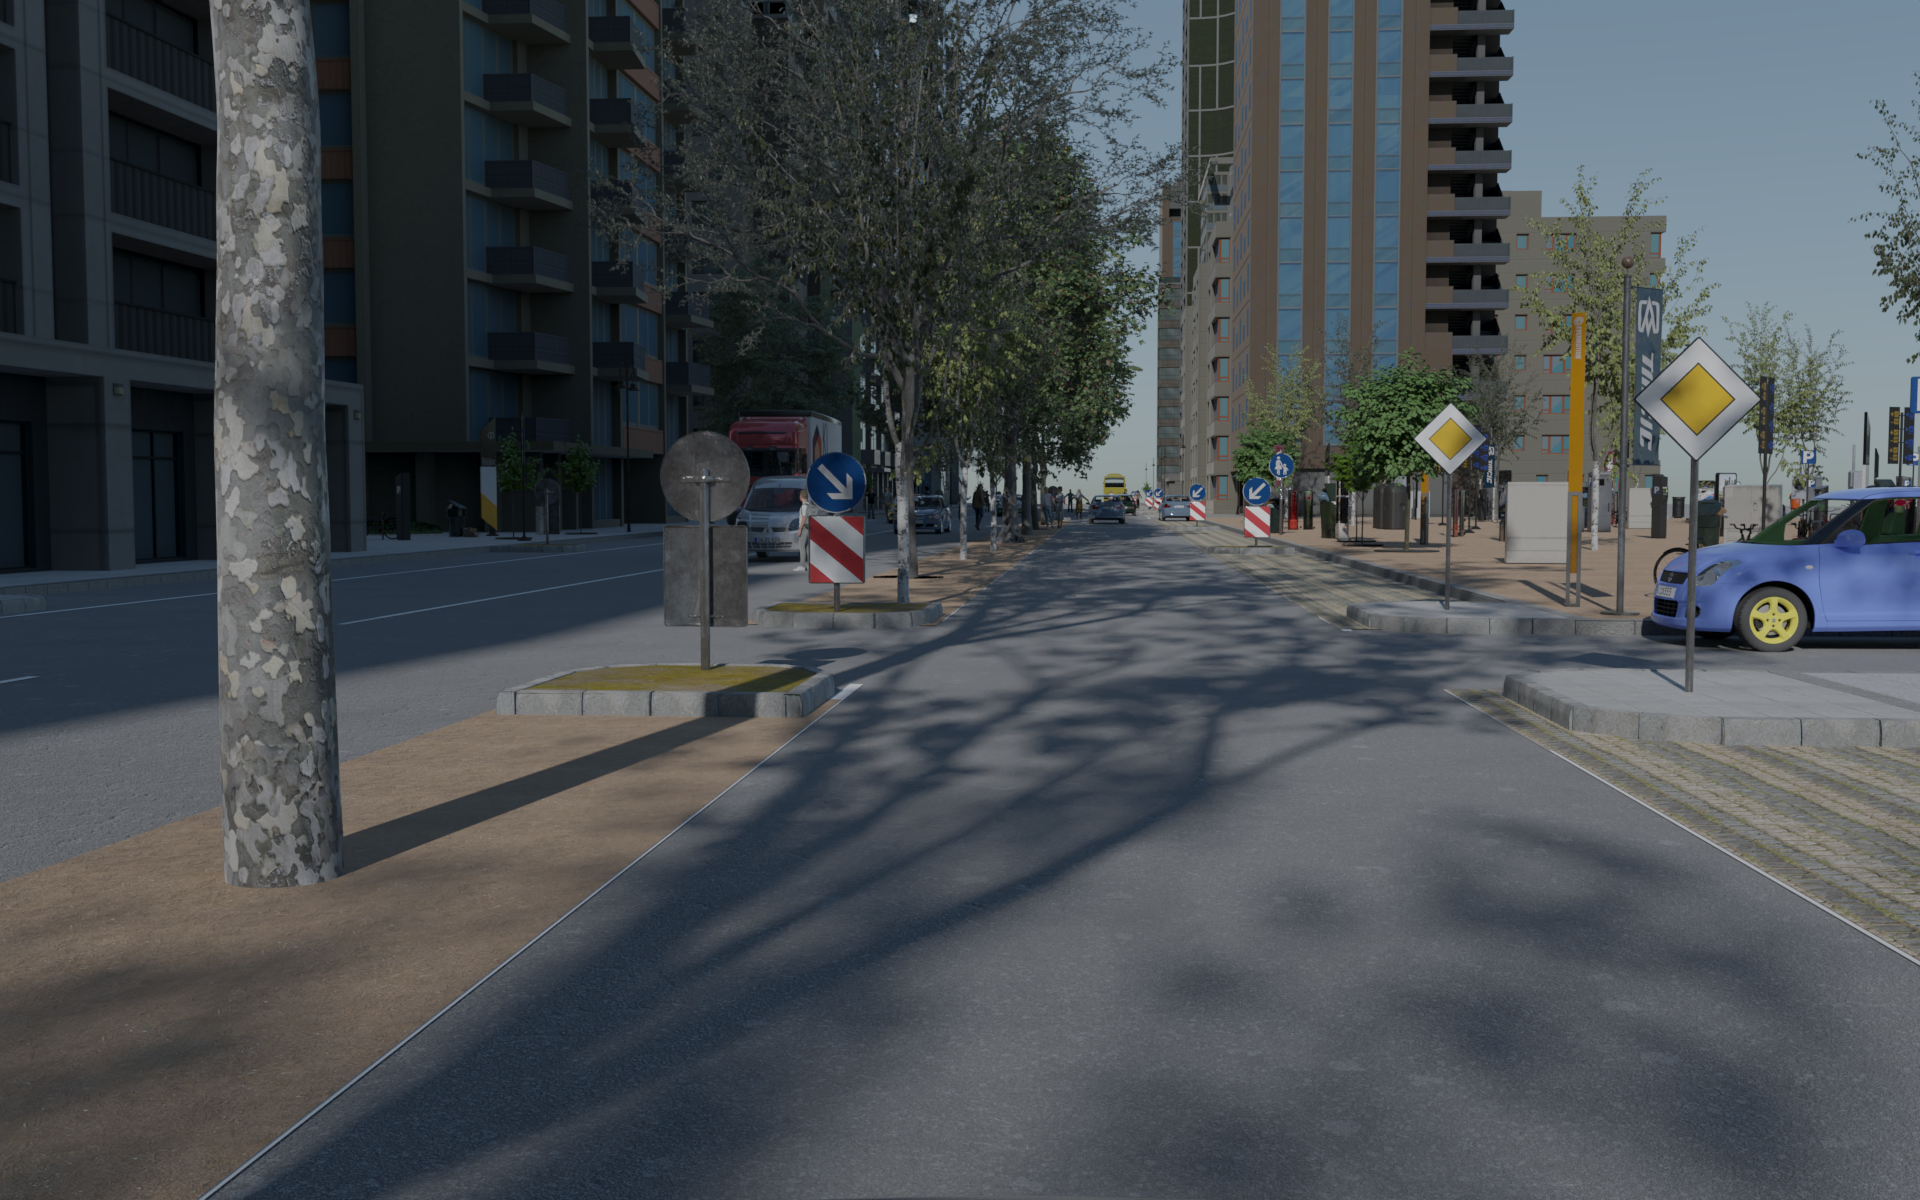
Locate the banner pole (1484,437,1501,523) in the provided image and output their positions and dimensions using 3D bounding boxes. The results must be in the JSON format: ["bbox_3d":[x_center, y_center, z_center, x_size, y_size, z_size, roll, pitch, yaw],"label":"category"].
[{"bbox_3d":[23.580,-5.297,76.620,0.863,3.779,0.401,0,4,5],"label":"banner pole"}]

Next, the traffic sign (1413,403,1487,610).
[{"bbox_3d":[5.393,-0.946,19.117,0.795,2.450,0.064,0,4,5],"label":"traffic sign"}]

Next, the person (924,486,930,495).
[{"bbox_3d":[-1.880,-5.414,96.649,0.705,1.869,1.348,2,4,27],"label":"person"}]

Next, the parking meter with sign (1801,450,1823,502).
[{"bbox_3d":[34.254,-4.472,69.381,0.543,3.016,1.738,3,5,45],"label":"parking meter with sign"}]

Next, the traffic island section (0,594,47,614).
[{"bbox_3d":[-12.411,0.097,20.697,2.009,0.180,2.903,0,4,5],"label":"traffic island section"}]

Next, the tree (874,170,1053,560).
[{"bbox_3d":[0.056,-5.188,37.648,4.737,8.622,4.395,0,3,0],"label":"tree"}]

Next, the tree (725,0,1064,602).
[{"bbox_3d":[-0.704,-4.166,20.926,4.360,8.622,3.978,0,3,0],"label":"tree"}]

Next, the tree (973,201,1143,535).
[{"bbox_3d":[2.405,-8.508,59.685,7.486,12.596,7.792,0,3,0],"label":"tree"}]

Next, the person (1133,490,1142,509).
[{"bbox_3d":[17.428,-9.870,169.888,1.348,1.823,0.705,-3,5,-40],"label":"person"}]

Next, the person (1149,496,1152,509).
[{"bbox_3d":[16.789,-8.817,153.603,0.436,1.711,0.756,0,4,8],"label":"person"}]

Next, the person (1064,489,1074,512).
[{"bbox_3d":[8.608,-7.740,135.127,1.350,1.814,0.705,0,4,-1],"label":"person"}]

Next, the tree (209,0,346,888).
[{"bbox_3d":[-1.380,-8.963,4.894,12.611,20.169,13.585,0,3,0],"label":"tree"}]

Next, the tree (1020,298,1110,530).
[{"bbox_3d":[3.781,-9.247,79.396,9.928,11.665,9.643,0,3,0],"label":"tree"}]

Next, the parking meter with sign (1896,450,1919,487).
[{"bbox_3d":[39.975,-4.713,73.313,0.543,3.016,1.738,0,4,6],"label":"parking meter with sign"}]

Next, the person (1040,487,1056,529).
[{"bbox_3d":[3.719,-3.817,71.585,0.731,1.740,0.598,-1,4,-19],"label":"person"}]

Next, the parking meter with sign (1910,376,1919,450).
[{"bbox_3d":[14.015,-1.753,24.916,0.543,3.016,1.738,2,4,24],"label":"parking meter with sign"}]

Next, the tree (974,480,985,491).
[{"bbox_3d":[2.838,-14.511,231.852,1.663,3.219,1.824,0,3,0],"label":"tree"}]

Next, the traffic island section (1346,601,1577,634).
[{"bbox_3d":[5.417,0.189,19.192,2.009,0.180,2.903,0,4,5],"label":"traffic island section"}]

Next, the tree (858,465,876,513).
[{"bbox_3d":[-6.485,-7.440,116.242,1.663,3.219,1.824,0,3,0],"label":"tree"}]

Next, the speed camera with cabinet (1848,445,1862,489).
[{"bbox_3d":[35.811,-4.543,68.610,0.660,3.252,2.038,1,4,10],"label":"speed camera with cabinet"}]

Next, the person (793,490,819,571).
[{"bbox_3d":[-2.890,-1.297,32.298,0.523,1.515,0.503,-1,4,-14],"label":"person"}]

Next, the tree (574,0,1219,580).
[{"bbox_3d":[-0.896,-7.111,29.092,12.009,13.543,11.850,0,3,0],"label":"tree"}]

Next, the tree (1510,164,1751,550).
[{"bbox_3d":[14.734,-5.437,39.265,4.737,8.622,4.395,0,3,0],"label":"tree"}]

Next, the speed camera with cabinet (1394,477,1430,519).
[{"bbox_3d":[23.382,-5.826,89.586,0.660,3.252,2.038,-2,4,-30],"label":"speed camera with cabinet"}]

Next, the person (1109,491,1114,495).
[{"bbox_3d":[14.212,-9.348,162.283,0.756,1.711,0.436,2,4,32],"label":"person"}]

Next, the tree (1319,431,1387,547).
[{"bbox_3d":[9.803,-2.940,42.673,1.663,3.219,1.824,0,3,0],"label":"tree"}]

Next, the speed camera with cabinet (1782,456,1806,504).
[{"bbox_3d":[38.044,-5.240,80.006,2.038,3.252,0.660,2,4,29],"label":"speed camera with cabinet"}]

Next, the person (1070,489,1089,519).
[{"bbox_3d":[6.900,-5.551,99.987,1.217,1.736,0.721,-1,4,-12],"label":"person"}]

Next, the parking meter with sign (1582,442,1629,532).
[{"bbox_3d":[21.434,-3.780,58.060,1.738,3.016,0.543,0,4,1],"label":"parking meter with sign"}]

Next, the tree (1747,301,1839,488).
[{"bbox_3d":[30.617,-7.041,65.483,4.737,8.622,4.395,0,3,0],"label":"tree"}]

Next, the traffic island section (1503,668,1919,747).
[{"bbox_3d":[4.745,0.676,11.235,2.009,0.180,2.903,0,4,5],"label":"traffic island section"}]

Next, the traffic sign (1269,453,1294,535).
[{"bbox_3d":[10.061,-3.312,54.263,0.768,2.556,0.104,0,4,7],"label":"traffic sign"}]

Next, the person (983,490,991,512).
[{"bbox_3d":[2.204,-7.859,137.709,1.217,1.743,0.721,-2,4,-24],"label":"person"}]

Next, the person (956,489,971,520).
[{"bbox_3d":[0.228,-5.345,96.427,0.617,1.759,0.750,3,5,39],"label":"person"}]

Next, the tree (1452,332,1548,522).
[{"bbox_3d":[24.793,-7.926,79.955,4.360,8.622,3.978,0,3,0],"label":"tree"}]

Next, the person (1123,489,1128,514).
[{"bbox_3d":[11.774,-6.982,122.670,0.705,1.822,1.348,2,4,35],"label":"person"}]

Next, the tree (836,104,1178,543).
[{"bbox_3d":[1.478,-8.011,50.441,9.611,12.733,9.660,0,3,0],"label":"tree"}]

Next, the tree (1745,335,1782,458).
[{"bbox_3d":[36.217,-7.573,74.177,4.360,8.622,3.978,0,3,0],"label":"tree"}]

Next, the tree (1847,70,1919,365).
[{"bbox_3d":[17.466,-4.866,29.914,4.360,8.622,3.978,0,3,0],"label":"tree"}]

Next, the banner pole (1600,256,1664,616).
[{"bbox_3d":[7.220,-1.740,18.465,0.863,3.779,0.401,-2,4,-34],"label":"banner pole"}]

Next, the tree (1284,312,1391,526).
[{"bbox_3d":[15.703,-7.267,69.181,4.360,8.622,3.978,0,3,0],"label":"tree"}]

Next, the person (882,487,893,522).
[{"bbox_3d":[-3.642,-4.815,87.348,0.709,1.813,0.853,1,4,17],"label":"person"}]

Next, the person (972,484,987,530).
[{"bbox_3d":[0.759,-3.675,68.493,0.656,1.842,0.836,1,4,14],"label":"person"}]

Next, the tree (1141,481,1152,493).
[{"bbox_3d":[26.947,-15.572,249.209,1.663,3.219,1.824,0,3,0],"label":"tree"}]

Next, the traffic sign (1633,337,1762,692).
[{"bbox_3d":[4.721,-0.460,11.160,0.795,2.450,0.064,0,4,5],"label":"traffic sign"}]

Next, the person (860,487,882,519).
[{"bbox_3d":[-5.062,-5.530,98.929,1.348,1.822,0.705,-1,4,-13],"label":"person"}]

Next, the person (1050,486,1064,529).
[{"bbox_3d":[3.965,-3.750,70.376,0.524,1.755,0.480,-2,4,-33],"label":"person"}]

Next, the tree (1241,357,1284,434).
[{"bbox_3d":[16.693,-8.474,88.912,4.360,8.622,3.978,0,3,0],"label":"tree"}]

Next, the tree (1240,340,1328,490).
[{"bbox_3d":[15.484,-8.071,82.317,4.737,8.622,4.395,0,3,0],"label":"tree"}]
